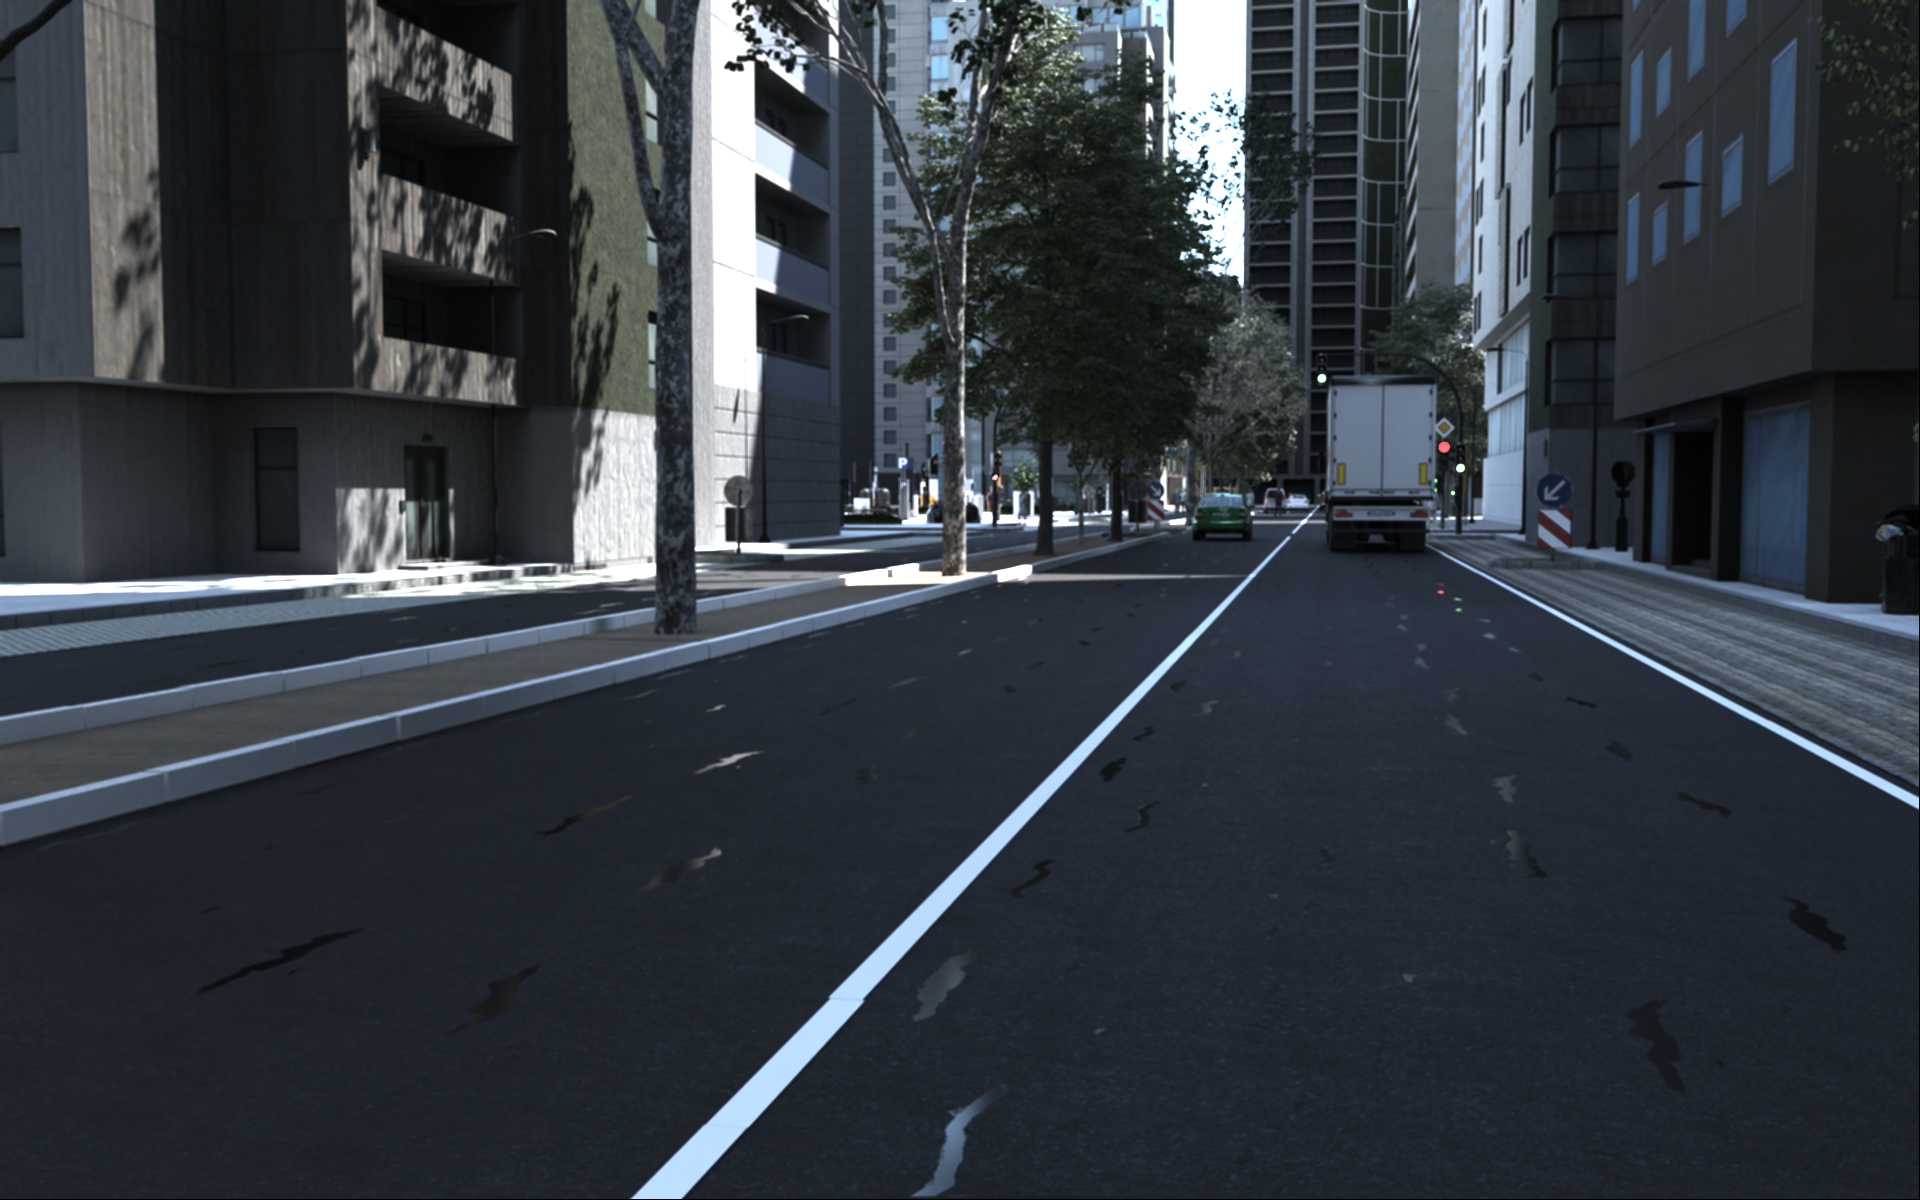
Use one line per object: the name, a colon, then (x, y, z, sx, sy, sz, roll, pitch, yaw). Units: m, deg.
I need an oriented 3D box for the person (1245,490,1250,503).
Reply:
person: (21.812, -7.481, 131.647, 0.643, 1.720, 0.563, -1, 4, -23)

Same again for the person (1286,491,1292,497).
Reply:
person: (38.737, -11.938, 203.618, 1.348, 1.831, 0.705, 0, 4, -3)

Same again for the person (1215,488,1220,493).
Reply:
person: (15.790, -5.940, 105.804, 0.709, 1.800, 0.728, 2, 4, 28)

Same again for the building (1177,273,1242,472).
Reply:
building: (30.128, -28.041, 230.179, 14.107, 30.474, 14.160, 1, 4, 12)

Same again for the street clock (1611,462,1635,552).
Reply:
street clock: (14.777, -2.083, 38.630, 0.358, 2.002, 0.471, -2, 4, -31)

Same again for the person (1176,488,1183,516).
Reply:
person: (14.178, -6.312, 111.885, 0.526, 1.800, 0.537, 2, 4, 32)

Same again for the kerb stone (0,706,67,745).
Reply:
kerb stone: (-5.455, 0.747, 9.982, 0.120, 0.150, 1.000, 1, 4, 12)

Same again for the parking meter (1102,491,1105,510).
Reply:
parking meter: (11.197, -7.783, 135.657, 0.372, 1.533, 0.369, 0, 3, 0)

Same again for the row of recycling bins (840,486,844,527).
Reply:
row of recycling bins: (-5.528, -3.797, 69.200, 1.069, 1.692, 3.534, -2, 4, -24)

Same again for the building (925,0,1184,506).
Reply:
building: (9.613, -33.731, 171.108, 23.786, 49.044, 30.456, 1, 4, 12)

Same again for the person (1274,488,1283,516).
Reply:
person: (20.710, -6.391, 112.775, 0.659, 1.850, 0.755, -1, 4, -12)

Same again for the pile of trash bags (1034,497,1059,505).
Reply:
pile of trash bags: (6.642, -7.549, 133.179, 1.912, 1.369, 3.447, 0, 4, -4)

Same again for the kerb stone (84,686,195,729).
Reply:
kerb stone: (-5.242, 0.692, 10.982, 0.120, 0.150, 1.000, 1, 4, 12)

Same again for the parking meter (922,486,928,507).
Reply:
parking meter: (-2.471, -7.109, 121.943, 0.255, 1.863, 0.399, -2, 4, -27)

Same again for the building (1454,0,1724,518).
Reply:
building: (39.965, -28.293, 112.698, 14.600, 45.320, 14.200, 1, 4, 12)

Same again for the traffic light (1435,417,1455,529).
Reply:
traffic light: (17.597, -4.539, 63.133, 0.839, 4.253, 0.868, 1, 4, 12)

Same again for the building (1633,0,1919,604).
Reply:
building: (17.982, -22.875, 24.111, 14.600, 45.320, 14.200, 1, 4, 12)

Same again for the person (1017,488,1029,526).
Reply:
person: (2.792, -4.087, 76.325, 0.522, 1.701, 0.512, 2, 4, 34)

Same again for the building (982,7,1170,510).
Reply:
building: (10.138, -28.424, 148.331, 14.154, 41.232, 14.086, 1, 4, 12)

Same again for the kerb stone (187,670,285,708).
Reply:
kerb stone: (-5.037, 0.625, 11.983, 0.120, 0.150, 1.000, 1, 4, 12)

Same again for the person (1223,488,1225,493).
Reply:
person: (16.994, -6.308, 111.907, 0.678, 1.792, 0.850, 2, 4, 25)

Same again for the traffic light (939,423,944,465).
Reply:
traffic light: (-0.322, -4.272, 58.769, 0.839, 4.253, 0.868, 1, 4, 12)

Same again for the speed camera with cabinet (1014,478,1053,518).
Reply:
speed camera with cabinet: (3.931, -6.024, 92.832, 2.038, 3.252, 0.660, -1, 4, -15)

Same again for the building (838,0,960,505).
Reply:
building: (-11.748, -47.305, 211.694, 20.611, 71.187, 20.563, 1, 4, 12)

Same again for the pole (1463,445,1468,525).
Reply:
pole: (21.132, -4.804, 72.391, 0.158, 3.312, 0.155, 0, 3, 0)

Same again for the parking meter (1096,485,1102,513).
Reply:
parking meter: (9.227, -6.680, 114.922, 0.399, 1.863, 0.255, 0, 4, -8)

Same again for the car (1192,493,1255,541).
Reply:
car: (8.349, -2.816, 54.846, 1.959, 1.807, 4.718, 1, 4, 11)

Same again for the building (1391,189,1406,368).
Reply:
building: (48.826, -24.037, 164.709, 14.160, 30.474, 14.107, 1, 4, 12)

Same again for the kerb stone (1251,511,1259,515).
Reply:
kerb stone: (21.360, -6.308, 125.358, 0.120, 0.150, 1.000, 1, 4, 12)

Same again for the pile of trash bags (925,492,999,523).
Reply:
pile of trash bags: (0.266, -4.098, 76.760, 3.447, 1.369, 1.912, -2, 4, -32)

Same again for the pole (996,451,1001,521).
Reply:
pole: (1.814, -5.366, 81.576, 0.158, 3.312, 0.155, 0, 3, 0)

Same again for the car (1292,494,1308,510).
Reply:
car: (31.044, -9.018, 159.443, 2.014, 1.417, 4.499, 1, 4, 13)

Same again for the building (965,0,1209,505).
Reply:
building: (13.643, -54.655, 206.284, 31.000, 86.520, 22.319, 1, 4, 12)

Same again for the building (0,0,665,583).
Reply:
building: (-14.417, -15.823, 30.407, 14.160, 30.474, 14.107, 1, 4, 12)

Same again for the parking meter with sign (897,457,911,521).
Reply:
parking meter with sign: (-2.658, -5.311, 83.098, 0.543, 3.016, 1.738, 0, 4, 4)

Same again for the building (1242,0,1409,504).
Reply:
building: (48.196, -48.337, 228.557, 20.611, 71.187, 20.563, 1, 4, 12)

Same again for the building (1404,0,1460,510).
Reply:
building: (48.916, -31.927, 145.711, 21.300, 48.544, 21.600, 1, 4, 12)

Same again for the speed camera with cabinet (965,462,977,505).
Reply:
speed camera with cabinet: (0.324, -6.741, 104.551, 0.660, 3.252, 2.038, 1, 4, 12)

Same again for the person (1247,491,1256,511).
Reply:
person: (21.874, -7.433, 130.389, 0.694, 1.780, 0.624, 2, 4, 35)

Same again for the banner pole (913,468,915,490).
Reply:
banner pole: (-4.118, -9.411, 143.881, 0.863, 3.779, 0.401, 1, 4, 14)

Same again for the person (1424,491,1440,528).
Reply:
person: (18.039, -3.527, 66.045, 0.514, 1.842, 0.818, -2, 4, -31)

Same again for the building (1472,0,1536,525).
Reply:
building: (36.151, -29.531, 72.064, 27.495, 52.752, 28.713, 1, 4, 12)

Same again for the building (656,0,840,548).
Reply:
building: (-18.363, -31.119, 50.801, 28.212, 58.520, 21.231, 1, 4, 12)

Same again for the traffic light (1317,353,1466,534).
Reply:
traffic light: (13.863, -4.951, 55.620, 4.771, 5.953, 1.251, 1, 4, 12)

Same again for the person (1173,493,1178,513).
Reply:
person: (16.483, -7.528, 131.761, 0.721, 1.800, 0.419, -3, 5, -40)

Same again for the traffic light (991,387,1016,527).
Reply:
traffic light: (3.412, -5.597, 66.175, 4.771, 5.953, 1.251, 1, 4, 12)

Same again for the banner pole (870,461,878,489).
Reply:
banner pole: (-6.632, -8.729, 132.737, 0.863, 3.779, 0.401, 1, 4, 13)

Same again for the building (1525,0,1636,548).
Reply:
building: (22.495, -16.790, 46.214, 14.160, 30.474, 14.107, 1, 4, 12)

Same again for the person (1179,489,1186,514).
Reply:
person: (15.970, -7.057, 124.373, 0.782, 1.767, 0.515, 3, 5, 43)

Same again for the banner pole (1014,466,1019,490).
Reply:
banner pole: (4.636, -8.988, 136.968, 0.863, 3.779, 0.401, 0, 4, -5)

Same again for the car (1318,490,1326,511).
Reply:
car: (31.733, -8.522, 148.000, 2.281, 1.827, 5.304, 1, 4, 12)

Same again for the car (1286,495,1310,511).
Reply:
car: (28.130, -8.068, 144.268, 2.083, 1.381, 4.827, 1, 4, 11)

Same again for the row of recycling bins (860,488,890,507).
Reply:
row of recycling bins: (-6.004, -7.053, 122.433, 1.069, 1.692, 3.534, -2, 4, -31)

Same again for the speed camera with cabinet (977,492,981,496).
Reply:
speed camera with cabinet: (1.155, -9.037, 142.089, 0.660, 3.252, 2.038, 1, 4, 20)
